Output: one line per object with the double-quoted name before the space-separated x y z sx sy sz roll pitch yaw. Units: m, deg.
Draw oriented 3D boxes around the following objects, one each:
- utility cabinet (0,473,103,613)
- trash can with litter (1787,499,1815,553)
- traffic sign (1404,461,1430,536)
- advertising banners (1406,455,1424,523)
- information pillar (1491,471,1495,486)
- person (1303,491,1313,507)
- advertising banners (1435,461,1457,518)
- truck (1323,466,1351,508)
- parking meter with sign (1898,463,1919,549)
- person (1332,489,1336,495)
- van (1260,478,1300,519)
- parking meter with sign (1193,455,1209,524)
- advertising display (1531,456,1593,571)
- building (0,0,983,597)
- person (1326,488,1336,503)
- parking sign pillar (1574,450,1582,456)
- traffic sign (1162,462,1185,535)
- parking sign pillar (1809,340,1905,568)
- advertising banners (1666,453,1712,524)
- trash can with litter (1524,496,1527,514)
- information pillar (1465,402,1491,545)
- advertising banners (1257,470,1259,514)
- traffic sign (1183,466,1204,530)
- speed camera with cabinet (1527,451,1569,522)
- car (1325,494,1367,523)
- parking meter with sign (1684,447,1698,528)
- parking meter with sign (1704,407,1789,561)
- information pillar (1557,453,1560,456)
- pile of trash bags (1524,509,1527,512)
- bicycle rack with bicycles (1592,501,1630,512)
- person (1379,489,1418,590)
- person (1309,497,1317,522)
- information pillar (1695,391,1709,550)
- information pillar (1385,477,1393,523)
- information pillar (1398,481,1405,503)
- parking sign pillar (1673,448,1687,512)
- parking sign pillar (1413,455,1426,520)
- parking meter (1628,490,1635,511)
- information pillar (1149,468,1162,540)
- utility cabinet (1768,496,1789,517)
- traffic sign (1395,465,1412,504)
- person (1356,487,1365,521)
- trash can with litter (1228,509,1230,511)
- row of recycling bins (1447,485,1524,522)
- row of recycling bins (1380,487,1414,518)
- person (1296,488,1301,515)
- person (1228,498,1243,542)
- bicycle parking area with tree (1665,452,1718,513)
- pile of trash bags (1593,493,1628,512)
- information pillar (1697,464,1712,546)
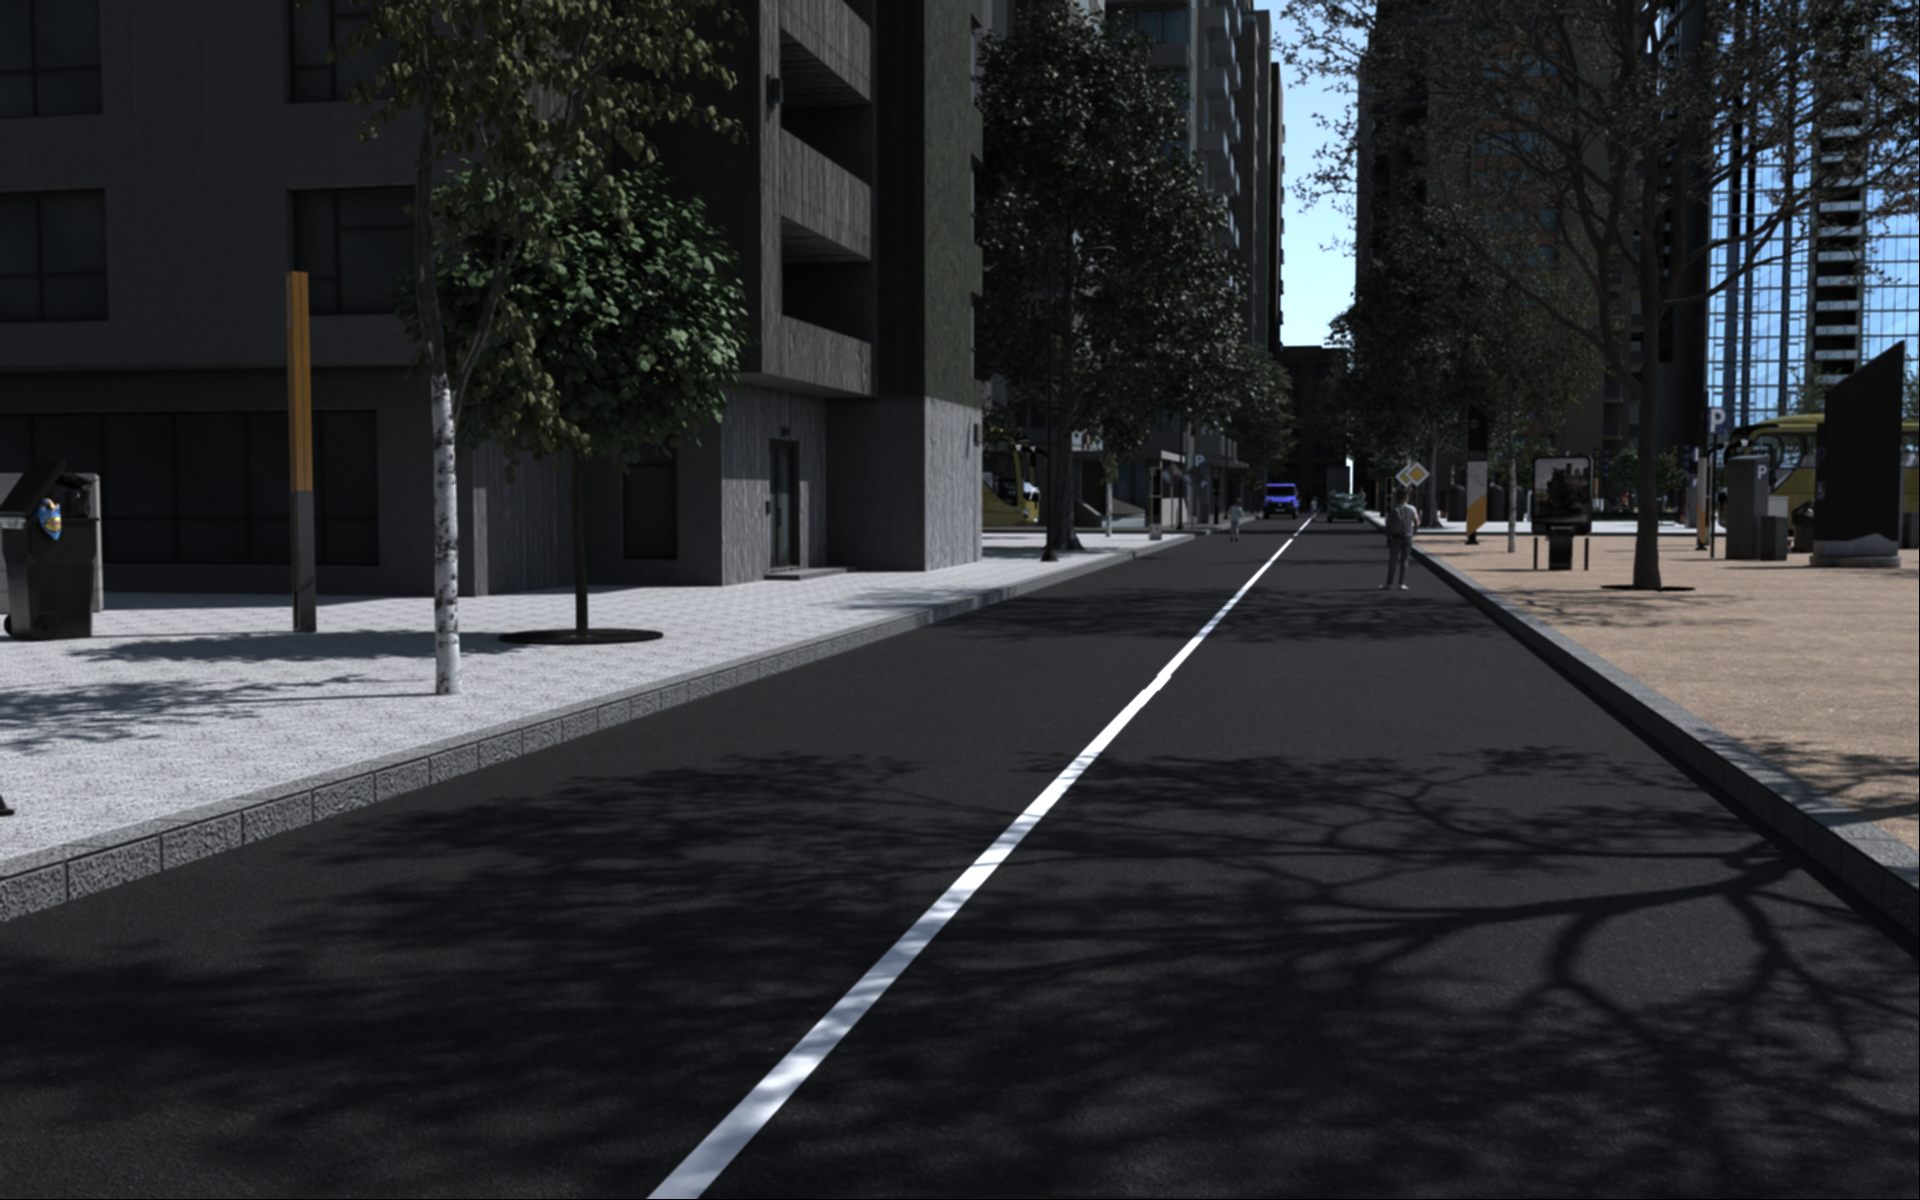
"utility cabinet" -9.924 -0.611 18.671 1.173 1.500 0.318 -1 4 -19
"trash can with litter" 18.245 -1.621 37.883 0.624 1.170 1.055 -3 4 -36
"traffic sign" 13.866 -2.994 52.595 0.795 2.450 0.064 1 4 12
"advertising banners" 20.423 -4.964 77.357 0.090 3.025 2.074 3 5 44
"information pillar" 38.662 -8.223 125.804 0.183 3.616 0.504 -1 4 -11
"person" 39.889 -11.589 198.121 1.348 1.807 0.705 0 4 -1
"advertising banners" 25.625 -5.846 91.775 0.090 3.025 2.074 -1 4 -22
"truck" 38.703 -11.556 177.850 2.839 4.237 11.283 1 4 12
"parking meter with sign" 21.477 -2.680 40.078 1.738 3.016 0.543 -1 4 -22
"person" 28.259 -7.463 130.765 0.600 1.795 0.529 0 4 -2
"van" 18.621 -5.881 100.530 2.240 2.365 5.245 1 4 11
"parking meter with sign" 10.597 -4.862 75.757 0.543 3.016 1.738 0 4 -1
"advertising display" 10.171 -1.472 29.283 0.974 1.923 0.123 3 4 35
"building" -7.882 -15.622 27.123 14.160 30.474 14.107 1 4 12
"person" 21.331 -5.555 99.513 0.473 1.802 0.592 0 4 -3
"parking sign pillar" 37.604 -7.235 106.762 1.447 3.967 1.447 0 4 -6
"traffic sign" 6.642 -3.090 54.169 0.795 2.450 0.064 1 4 12
"parking sign pillar" 15.846 -2.574 30.554 1.447 3.967 1.447 0 4 1
"advertising banners" 30.826 -4.731 73.539 2.074 3.025 0.090 1 4 17
"trash can with litter" 38.506 -6.305 114.146 1.678 1.210 2.233 0 4 2
"information pillar" 13.100 -3.215 43.918 0.504 3.616 0.183 1 4 19
"advertising banners" 19.360 -7.111 112.454 0.090 3.025 2.074 1 4 8
"traffic sign" 8.327 -3.568 61.975 0.795 2.450 0.064 1 4 12
"speed camera with cabinet" 27.391 -5.257 80.285 2.038 3.252 0.660 1 4 20
"car" 19.543 -4.644 87.734 2.131 1.459 4.920 1 4 12
"parking meter with sign" 27.501 -4.193 64.819 0.543 3.016 1.738 1 4 11
"parking meter with sign" 15.442 -2.306 33.957 0.543 3.016 1.738 -1 4 -23
"information pillar" 33.982 -6.568 98.734 0.183 3.616 0.504 -1 4 -13
"pile of trash bags" 40.440 -6.842 121.627 1.912 1.369 3.447 1 4 19
"bicycle rack with bicycles" 32.323 -4.531 87.456 2.925 0.926 2.852 -3 4 -37
"person" 6.575 -0.909 25.961 0.503 1.515 0.523 -1 4 -16
"person" 17.903 -4.592 87.862 0.394 1.301 0.425 3 4 37
"information pillar" 16.966 -2.949 39.574 0.183 3.616 0.504 1 4 9
"information pillar" 18.743 -4.352 75.655 0.304 2.012 0.304 1 4 16
"information pillar" 22.071 -5.017 86.516 0.304 2.012 0.304 0 4 -3
"parking sign pillar" 42.203 -6.911 101.464 1.447 3.967 1.447 1 4 10
"parking sign pillar" 23.544 -6.079 87.869 1.447 3.967 1.447 -3 5 -43
"parking meter" 44.209 -6.463 114.074 0.372 1.533 0.369 0 3 0
"information pillar" 5.422 -2.663 48.037 0.304 2.012 0.304 0 4 -7
"utility cabinet" 21.577 -2.136 46.080 1.020 1.237 0.306 -2 4 -30
"traffic sign" 15.551 -3.471 60.401 0.795 2.450 0.064 1 4 12
"person" 21.450 -5.146 92.811 0.511 1.800 0.466 3 4 36
"trash can with litter" 20.441 -7.587 135.101 1.678 1.210 2.233 -3 5 -40
"row of recycling bins" 24.449 -4.488 80.497 3.534 1.692 1.069 0 4 -4
"row of recycling bins" 24.383 -5.406 95.497 3.534 1.692 1.069 -3 5 -40
"person" 22.824 -6.642 117.187 0.616 1.811 0.778 0 4 -7
"person" 8.234 -2.392 51.883 0.425 1.301 0.394 0 4 -6
"bicycle parking area with tree" 51.863 -8.069 118.928 8.231 4.147 9.016 -1 4 -20
"pile of trash bags" 45.017 -6.730 119.781 1.912 1.369 3.447 -2 4 -24
"information pillar" 18.558 -2.366 43.172 0.304 2.012 0.304 2 4 26
